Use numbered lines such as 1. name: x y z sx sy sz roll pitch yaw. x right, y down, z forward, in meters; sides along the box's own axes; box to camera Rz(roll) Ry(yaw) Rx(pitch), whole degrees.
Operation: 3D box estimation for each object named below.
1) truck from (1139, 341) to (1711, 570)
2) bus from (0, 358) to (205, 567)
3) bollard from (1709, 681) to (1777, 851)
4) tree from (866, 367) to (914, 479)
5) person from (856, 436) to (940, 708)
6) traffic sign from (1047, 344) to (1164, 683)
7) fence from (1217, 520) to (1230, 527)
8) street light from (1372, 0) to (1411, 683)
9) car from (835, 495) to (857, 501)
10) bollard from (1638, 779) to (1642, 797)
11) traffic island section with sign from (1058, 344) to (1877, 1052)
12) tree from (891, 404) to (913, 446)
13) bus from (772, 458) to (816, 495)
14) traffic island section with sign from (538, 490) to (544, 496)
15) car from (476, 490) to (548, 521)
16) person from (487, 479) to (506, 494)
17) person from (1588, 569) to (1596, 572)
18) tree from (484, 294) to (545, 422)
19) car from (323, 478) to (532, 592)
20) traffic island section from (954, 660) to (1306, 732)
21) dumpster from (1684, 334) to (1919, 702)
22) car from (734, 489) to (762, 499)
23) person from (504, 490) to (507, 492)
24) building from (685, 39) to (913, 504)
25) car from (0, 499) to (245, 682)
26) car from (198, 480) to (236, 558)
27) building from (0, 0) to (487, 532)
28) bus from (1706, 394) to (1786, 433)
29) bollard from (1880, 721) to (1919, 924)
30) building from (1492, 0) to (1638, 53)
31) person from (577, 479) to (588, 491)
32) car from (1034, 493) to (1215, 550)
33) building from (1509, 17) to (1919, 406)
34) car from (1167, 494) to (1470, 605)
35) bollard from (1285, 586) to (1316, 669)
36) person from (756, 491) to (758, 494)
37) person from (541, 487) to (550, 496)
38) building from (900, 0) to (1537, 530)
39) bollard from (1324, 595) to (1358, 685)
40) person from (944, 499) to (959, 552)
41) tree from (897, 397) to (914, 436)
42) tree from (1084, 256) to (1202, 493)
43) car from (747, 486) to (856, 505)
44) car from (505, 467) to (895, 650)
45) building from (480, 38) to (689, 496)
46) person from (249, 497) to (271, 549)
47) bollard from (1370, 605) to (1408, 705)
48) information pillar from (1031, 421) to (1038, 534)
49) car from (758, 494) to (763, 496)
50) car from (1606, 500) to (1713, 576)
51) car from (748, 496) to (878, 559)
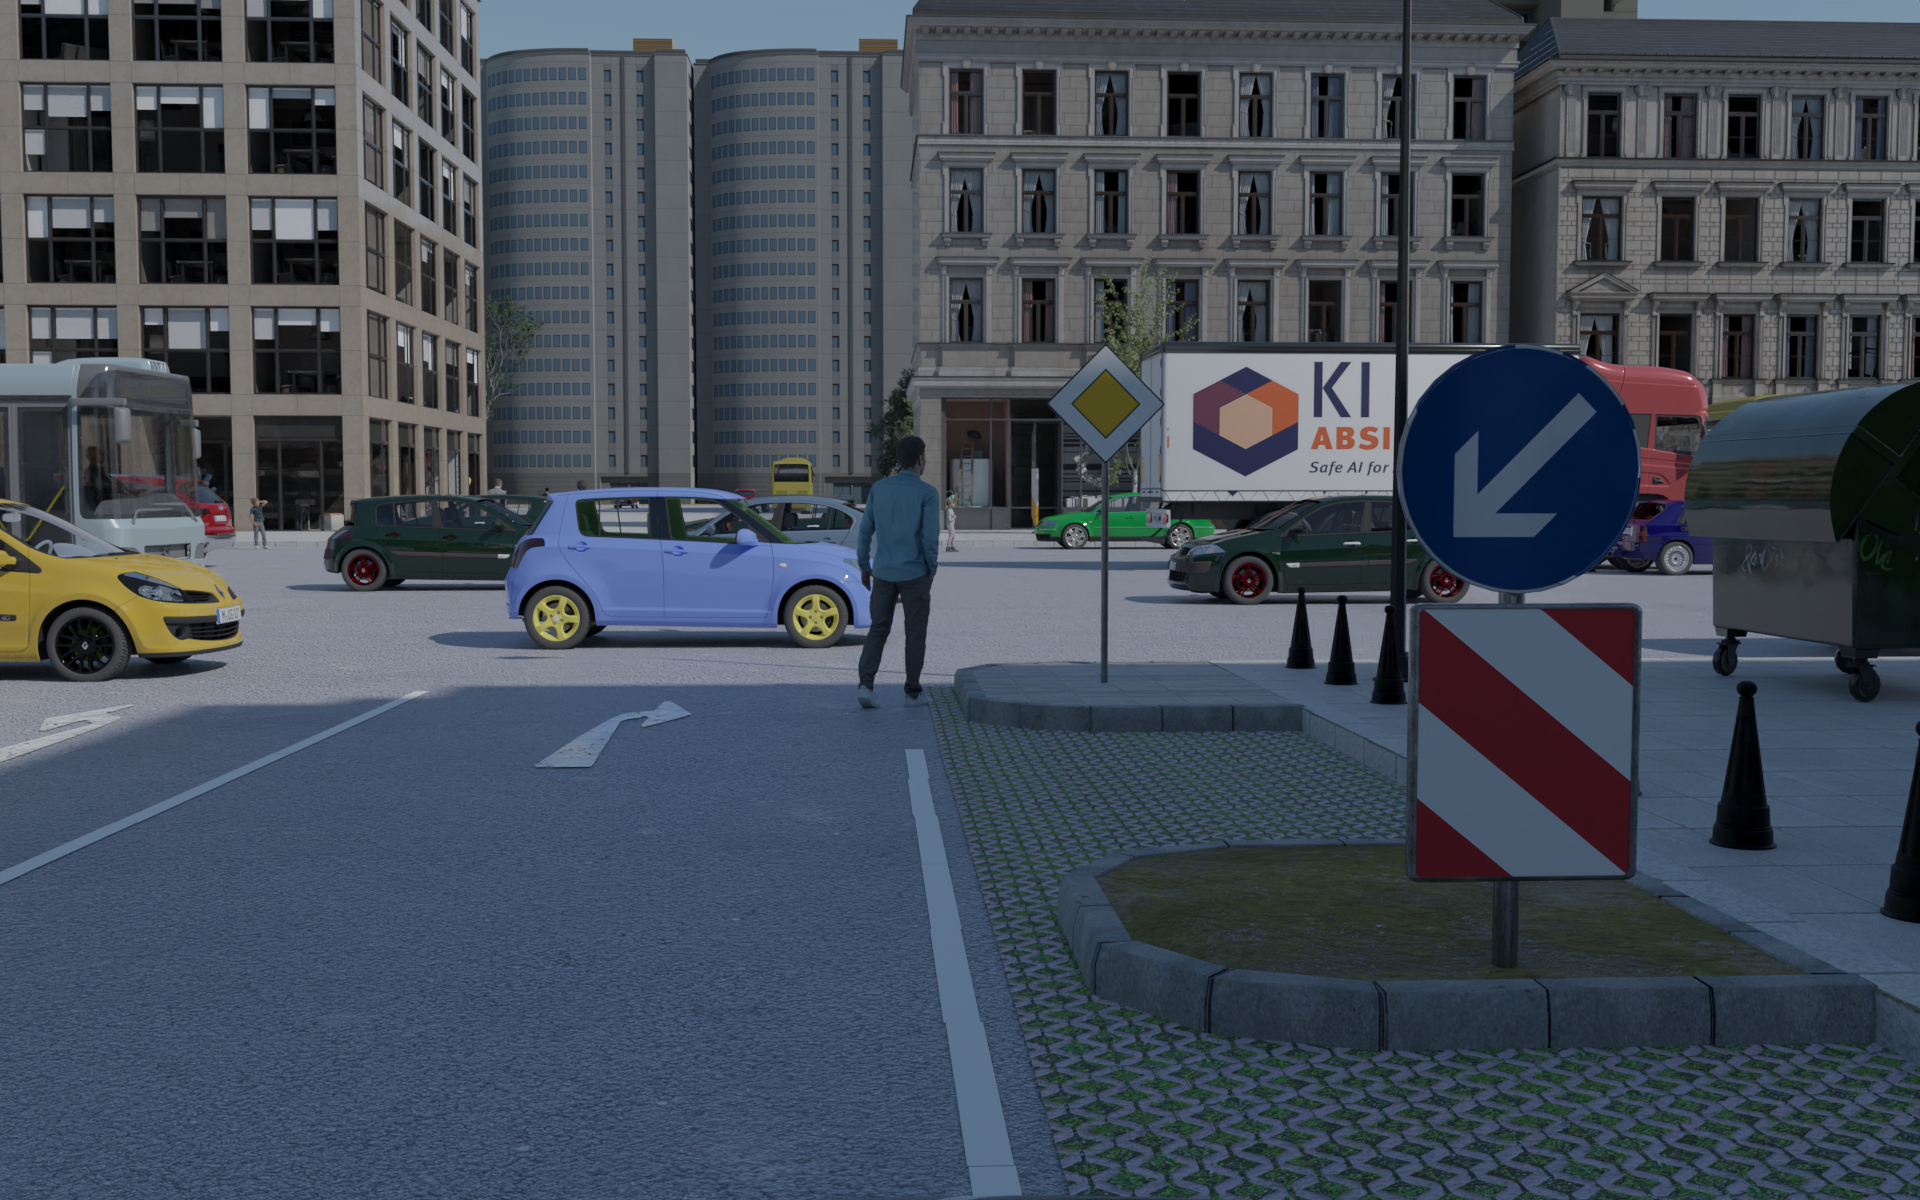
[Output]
1. truck: 9.213 -2.718 33.360 11.283 4.237 2.839 0 4 -4
2. bus: -15.622 -1.624 21.417 13.247 3.499 2.948 0 4 -1
3. bollard: 2.866 0.594 6.325 0.229 0.601 0.229 0 3 0
4. tree: -3.664 -14.382 152.151 9.611 12.733 9.660 0 3 0
5. person: -0.438 -0.190 11.628 0.660 1.820 0.620 2 4 24
6. traffic sign: 0.978 -0.494 11.725 0.795 2.450 0.064 0 4 -3
7. fence: 9.330 -2.654 58.772 2.069 0.683 0.278 0 4 6
8. street light: 2.476 -2.398 11.756 1.470 5.913 1.316 0 4 -3
9. car: -8.769 -7.171 129.599 2.083 1.381 4.827 0 4 -4
10. bollard: 2.804 0.528 7.410 0.229 0.601 0.229 0 3 0
11. traffic island section with sign: 1.343 0.199 5.380 1.989 1.847 2.006 0 4 -3
12. tree: -2.741 -10.646 124.421 4.360 8.622 3.978 0 3 0
13. bus: -11.233 -7.668 116.924 2.896 3.916 12.252 0 4 -4
14. traffic island section with sign: -39.394 -9.426 162.748 1.989 1.847 2.006 0 4 -3
15. car: -10.808 -1.793 39.107 4.222 1.686 2.009 0 4 -4
16. person: -11.501 -2.102 42.992 0.709 1.813 0.853 1 4 14
17. person: 11.381 -1.375 31.655 0.621 1.740 0.551 0 4 3
18. tree: -43.120 -18.077 151.453 12.611 20.169 13.585 0 3 0
19. car: -7.444 -1.009 26.279 4.222 1.686 2.009 0 4 -5
20. traffic island section: 1.001 0.641 11.804 2.009 0.180 2.903 0 4 -3
21. dumpster: 5.947 -0.546 11.421 1.502 2.255 1.985 0 4 -3
22. car: -15.538 -7.161 125.756 2.281 1.827 5.304 0 4 -5
23. person: -36.543 -7.968 139.496 0.721 1.743 1.217 2 4 31
24. building: -20.214 -41.932 227.587 28.212 58.520 21.231 0 4 -3
25. car: -7.883 -0.225 13.896 3.980 1.641 2.015 0 4 -3
26. car: -16.850 -1.516 33.466 5.304 1.827 2.281 0 4 -2
27. building: -37.868 -16.067 67.219 34.151 26.468 19.350 0 4 -3
28. bus: 20.542 -3.069 41.727 2.896 3.916 12.252 0 4 -2
29. bollard: 2.924 0.660 5.245 0.229 0.601 0.229 0 3 0
30. building: 46.442 -32.247 150.943 21.600 48.544 21.300 0 4 -3
31. person: -7.399 -1.526 34.287 0.643 1.720 0.563 3 4 38
32. car: 4.304 -2.247 45.539 4.718 1.807 1.959 0 4 -3
33. building: 29.607 -12.304 65.796 19.286 19.102 10.561 0 4 -3
34. car: 4.897 -0.819 23.172 4.222 1.686 2.009 0 4 -3
35. bollard: 2.517 0.200 12.775 0.229 0.601 0.229 0 3 0
36. person: -20.490 -10.134 174.917 1.217 1.736 0.721 1 4 19
37. person: -27.117 -6.462 113.791 1.348 1.869 0.705 -1 4 -11
38. building: -0.368 -13.093 64.984 40.483 20.767 10.553 0 4 -3
39. bollard: 2.578 0.266 11.698 0.229 0.601 0.229 0 3 0
40. person: -0.202 -1.835 42.776 0.394 1.301 0.425 -1 4 -12
41. tree: -1.935 -9.982 113.561 4.737 8.622 4.395 0 3 0
42. tree: 5.644 -6.379 54.651 4.737 8.622 4.395 0 3 0
43. car: -3.734 -1.432 33.198 4.222 1.686 2.009 0 4 -3
44. car: -2.478 -0.438 16.757 3.694 1.707 1.945 0 4 -3
45. building: -48.618 -41.918 227.362 28.212 58.520 21.231 0 4 -3
46. person: -18.153 -1.988 44.918 0.340 1.345 0.435 2 4 27
47. bollard: 2.636 0.331 10.629 0.229 0.601 0.229 0 3 0
48. information pillar: 2.432 -3.958 56.072 0.183 3.616 0.504 -1 4 -15
49. car: -15.943 -7.706 135.772 2.009 1.686 4.222 0 4 -1
50. car: 13.796 -1.142 31.259 3.894 1.354 1.945 0 4 -4
51. car: -2.658 -0.679 23.098 4.499 1.417 2.014 0 4 -1
